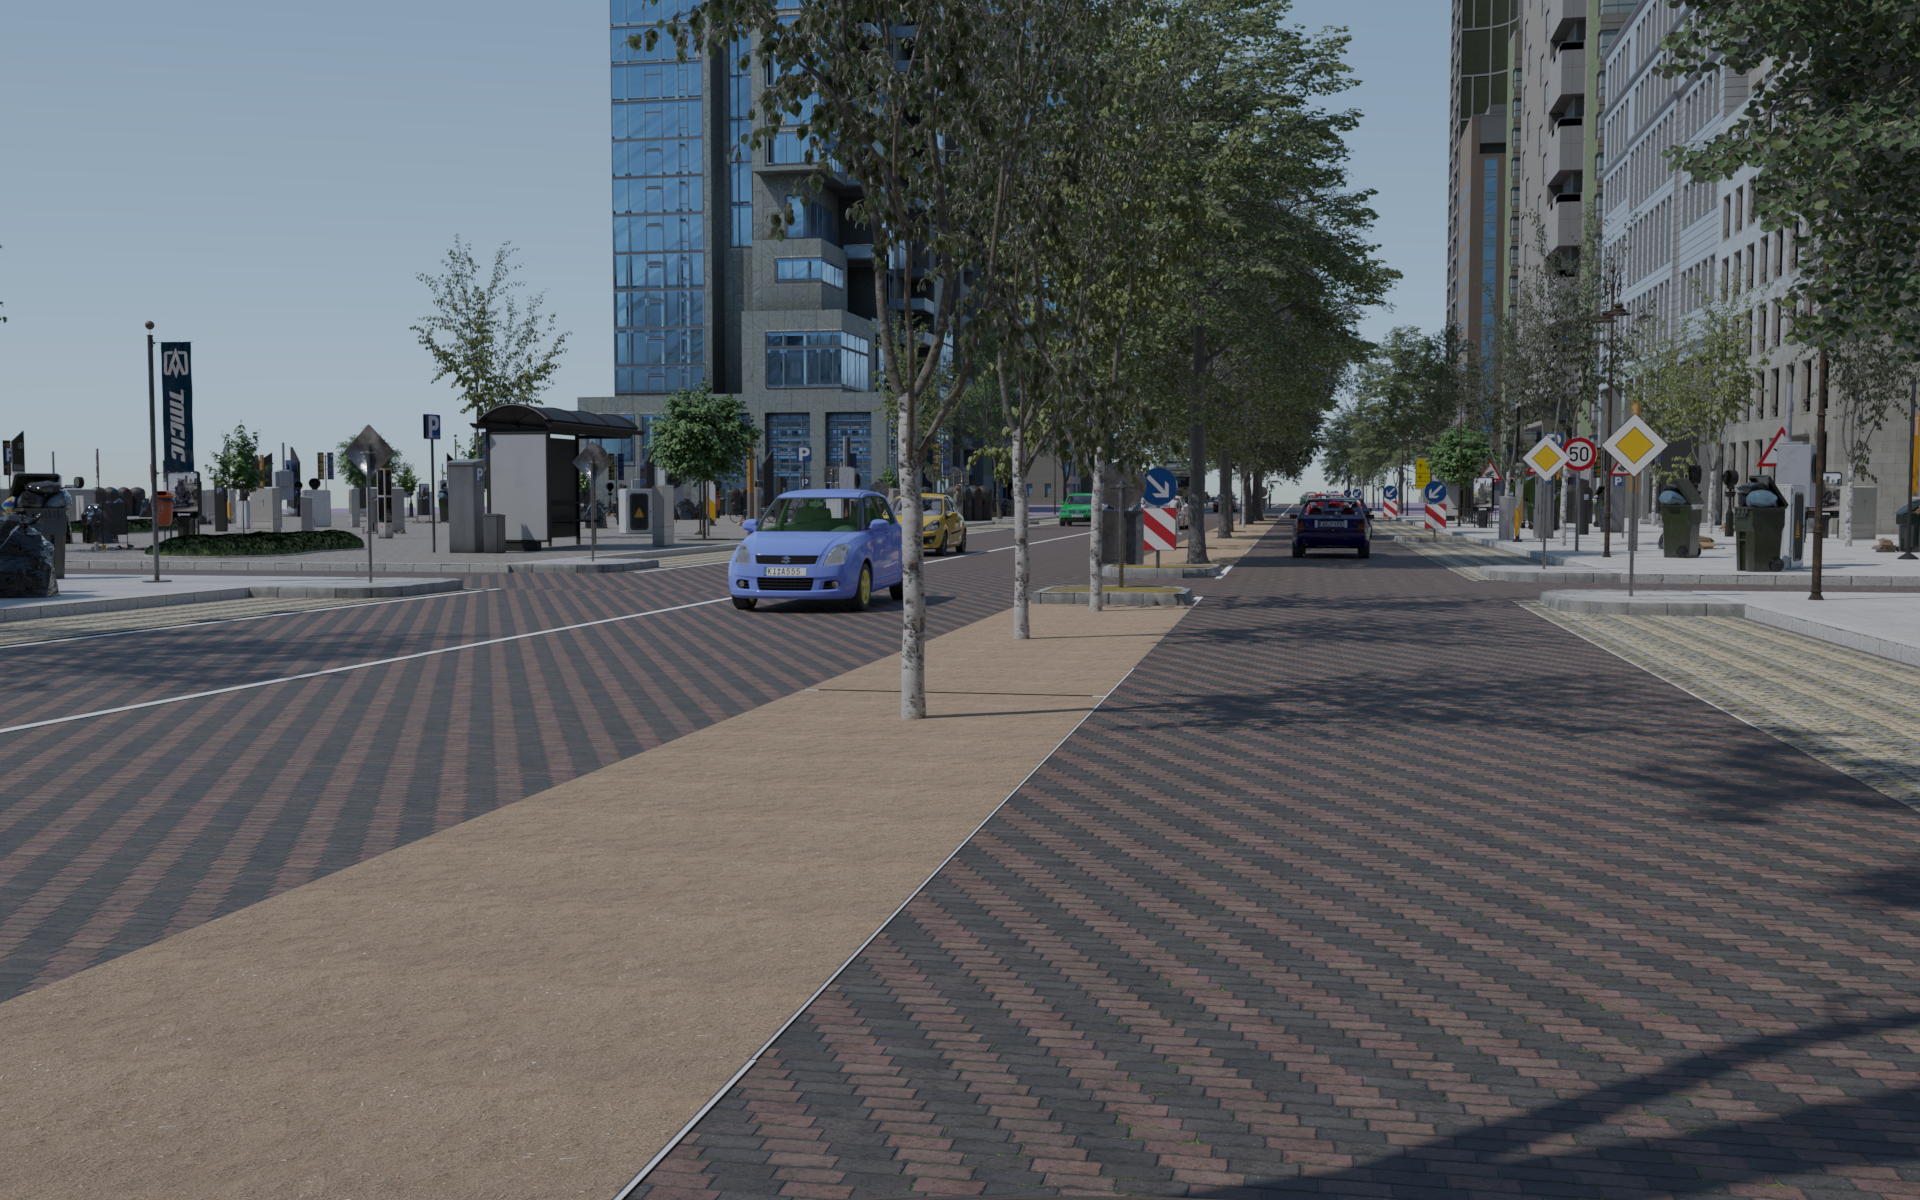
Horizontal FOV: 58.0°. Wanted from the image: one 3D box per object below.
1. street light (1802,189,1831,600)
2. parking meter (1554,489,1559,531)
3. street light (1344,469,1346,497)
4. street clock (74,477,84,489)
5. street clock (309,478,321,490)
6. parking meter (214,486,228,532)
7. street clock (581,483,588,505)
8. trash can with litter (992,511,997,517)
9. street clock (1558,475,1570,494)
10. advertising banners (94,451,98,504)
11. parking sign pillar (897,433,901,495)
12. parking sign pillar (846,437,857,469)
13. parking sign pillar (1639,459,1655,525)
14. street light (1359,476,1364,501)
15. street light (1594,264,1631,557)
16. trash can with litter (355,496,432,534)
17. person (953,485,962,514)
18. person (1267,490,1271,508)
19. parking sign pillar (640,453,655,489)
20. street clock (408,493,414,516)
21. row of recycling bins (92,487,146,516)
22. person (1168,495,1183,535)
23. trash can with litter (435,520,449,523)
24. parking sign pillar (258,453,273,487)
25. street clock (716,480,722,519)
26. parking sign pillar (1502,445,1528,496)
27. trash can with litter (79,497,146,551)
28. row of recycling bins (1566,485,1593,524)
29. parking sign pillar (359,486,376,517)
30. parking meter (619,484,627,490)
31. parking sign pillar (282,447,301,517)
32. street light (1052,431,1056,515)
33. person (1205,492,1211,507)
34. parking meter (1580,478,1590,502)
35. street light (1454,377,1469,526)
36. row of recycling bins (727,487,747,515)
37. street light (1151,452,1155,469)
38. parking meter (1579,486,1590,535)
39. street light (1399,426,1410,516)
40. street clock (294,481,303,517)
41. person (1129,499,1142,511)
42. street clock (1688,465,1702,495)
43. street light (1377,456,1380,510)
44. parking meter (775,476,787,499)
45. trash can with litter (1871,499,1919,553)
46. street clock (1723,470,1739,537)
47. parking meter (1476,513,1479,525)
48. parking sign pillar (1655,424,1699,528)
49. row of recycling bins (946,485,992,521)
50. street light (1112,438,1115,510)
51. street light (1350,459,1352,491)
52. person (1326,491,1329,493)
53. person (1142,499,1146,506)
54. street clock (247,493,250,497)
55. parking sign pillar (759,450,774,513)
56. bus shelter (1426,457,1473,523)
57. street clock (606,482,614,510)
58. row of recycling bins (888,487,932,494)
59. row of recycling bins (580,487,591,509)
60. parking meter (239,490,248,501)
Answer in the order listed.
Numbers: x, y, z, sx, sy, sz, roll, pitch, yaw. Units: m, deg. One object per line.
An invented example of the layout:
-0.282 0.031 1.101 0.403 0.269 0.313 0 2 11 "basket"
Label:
10.378 -2.938 20.818 0.468 5.910 1.993 1 4 11 "street light"
20.731 -3.191 60.583 0.372 1.533 0.369 0 3 0 "parking meter"
57.521 -17.509 259.062 0.468 5.910 1.993 1 4 11 "street light"
-36.662 -4.131 72.115 0.471 2.002 0.358 3 4 36 "street clock"
-29.090 -4.498 78.113 0.471 2.002 0.358 0 4 3 "street clock"
-25.148 -3.257 58.964 0.399 1.863 0.255 0 4 -3 "parking meter"
-18.534 -4.948 85.470 0.471 2.002 0.358 -2 4 -33 "street clock"
1.585 -5.166 95.859 1.055 1.170 0.624 -1 4 -21 "trash can with litter"
23.247 -3.802 66.730 0.471 2.002 0.358 -3 5 -42 "street clock"
-34.270 -4.435 68.698 0.090 3.025 2.074 -2 4 -29 "advertising banners"
-2.401 -5.412 76.954 1.447 3.967 1.447 1 4 16 "parking sign pillar"
-5.214 -5.757 82.607 1.447 3.967 1.447 0 4 -7 "parking sign pillar"
29.571 -5.187 73.283 1.447 3.967 1.447 3 4 38 "parking sign pillar"
44.123 -13.348 191.031 0.468 5.910 1.993 1 4 11 "street light"
13.116 -3.802 34.948 0.468 5.910 1.993 1 4 11 "street light"
-18.478 -2.732 55.732 2.233 1.210 1.678 2 4 26 "trash can with litter"
-0.143 -3.463 65.665 0.362 1.759 0.519 2 4 31 "person"
30.855 -10.036 172.666 0.705 1.814 1.350 1 4 21 "person"
-17.443 -6.616 96.648 1.447 3.967 1.447 1 4 9 "parking sign pillar"
-30.992 -5.700 97.770 0.358 2.002 0.471 1 4 9 "street clock"
-48.631 -5.680 99.975 1.069 1.692 3.534 1 4 23 "row of recycling bins"
7.589 -3.051 60.981 0.503 1.515 0.523 -1 4 -13 "person"
-23.148 -3.978 76.098 2.233 1.210 1.678 -2 4 -28 "trash can with litter"
-44.880 -7.519 111.406 1.447 3.967 1.447 -1 4 -19 "parking sign pillar"
-14.049 -5.773 98.962 0.358 2.002 0.471 3 4 37 "street clock"
30.762 -6.577 96.000 1.447 3.967 1.447 3 4 37 "parking sign pillar"
-18.979 -1.757 39.778 2.233 1.210 1.678 -2 4 -25 "trash can with litter"
26.739 -4.226 76.215 1.069 1.692 3.534 0 4 -6 "row of recycling bins"
-33.566 -6.722 98.371 1.447 3.967 1.447 -1 4 -9 "parking sign pillar"
-18.951 -5.614 97.497 0.399 1.863 0.255 1 4 21 "parking meter"
-37.846 -6.719 98.330 1.447 3.967 1.447 -3 4 -38 "parking sign pillar"
5.953 -8.299 108.477 0.468 5.910 1.993 1 4 11 "street light"
28.167 -11.466 196.785 0.721 1.723 1.217 -2 4 -27 "person"
22.381 -3.451 62.128 0.399 1.863 0.255 1 4 11 "parking meter"
19.842 -5.864 68.662 0.468 5.910 1.993 1 4 11 "street light"
-13.200 -6.081 106.534 1.069 1.692 3.534 1 4 23 "row of recycling bins"
19.562 -12.472 176.712 0.468 5.910 1.993 1 4 11 "street light"
19.582 -2.815 54.435 0.372 1.533 0.369 0 3 0 "parking meter"
27.857 -8.338 109.112 0.468 5.910 1.993 1 4 11 "street light"
-36.874 -5.625 96.540 0.471 2.002 0.358 -2 4 -27 "street clock"
4.997 -2.462 49.024 0.793 1.790 0.793 -1 4 -22 "person"
18.330 -2.365 43.245 0.358 2.002 0.471 1 4 11 "street clock"
34.525 -10.391 142.678 0.468 5.910 1.993 1 4 11 "street light"
-5.938 -3.170 57.546 0.255 1.863 0.399 2 4 26 "parking meter"
20.654 -1.628 37.997 1.055 1.170 0.624 0 4 -1 "trash can with litter"
23.081 -2.895 51.907 0.358 2.002 0.471 -1 4 -10 "street clock"
21.453 -4.003 71.159 0.399 1.863 0.255 -1 4 -20 "parking meter"
27.415 -4.740 65.965 1.447 3.967 1.447 1 4 23 "parking sign pillar"
0.395 -4.627 82.763 1.069 1.692 3.534 2 4 31 "row of recycling bins"
12.579 -10.355 142.096 0.468 5.910 1.993 1 4 11 "street light"
50.891 -15.441 225.239 0.468 5.910 1.993 1 4 11 "street light"
40.886 -11.257 192.517 0.705 1.831 1.348 -1 4 -9 "person"
8.462 -4.270 78.498 0.728 1.800 0.709 3 5 43 "person"
-48.197 -6.926 117.806 0.471 2.002 0.358 2 4 28 "street clock"
-11.716 -7.100 104.555 1.447 3.967 1.447 1 4 21 "parking sign pillar"
22.582 -5.239 79.573 2.014 3.302 5.546 1 4 11 "bus shelter"
-21.730 -6.298 107.537 0.471 2.002 0.358 -2 4 -34 "street clock"
-2.967 -5.594 98.569 3.534 1.692 1.069 3 5 40 "row of recycling bins"
-20.071 -5.218 92.427 1.069 1.692 3.534 0 4 -1 "row of recycling bins"
-38.069 -5.281 92.062 0.255 1.863 0.399 2 4 25 "parking meter"
